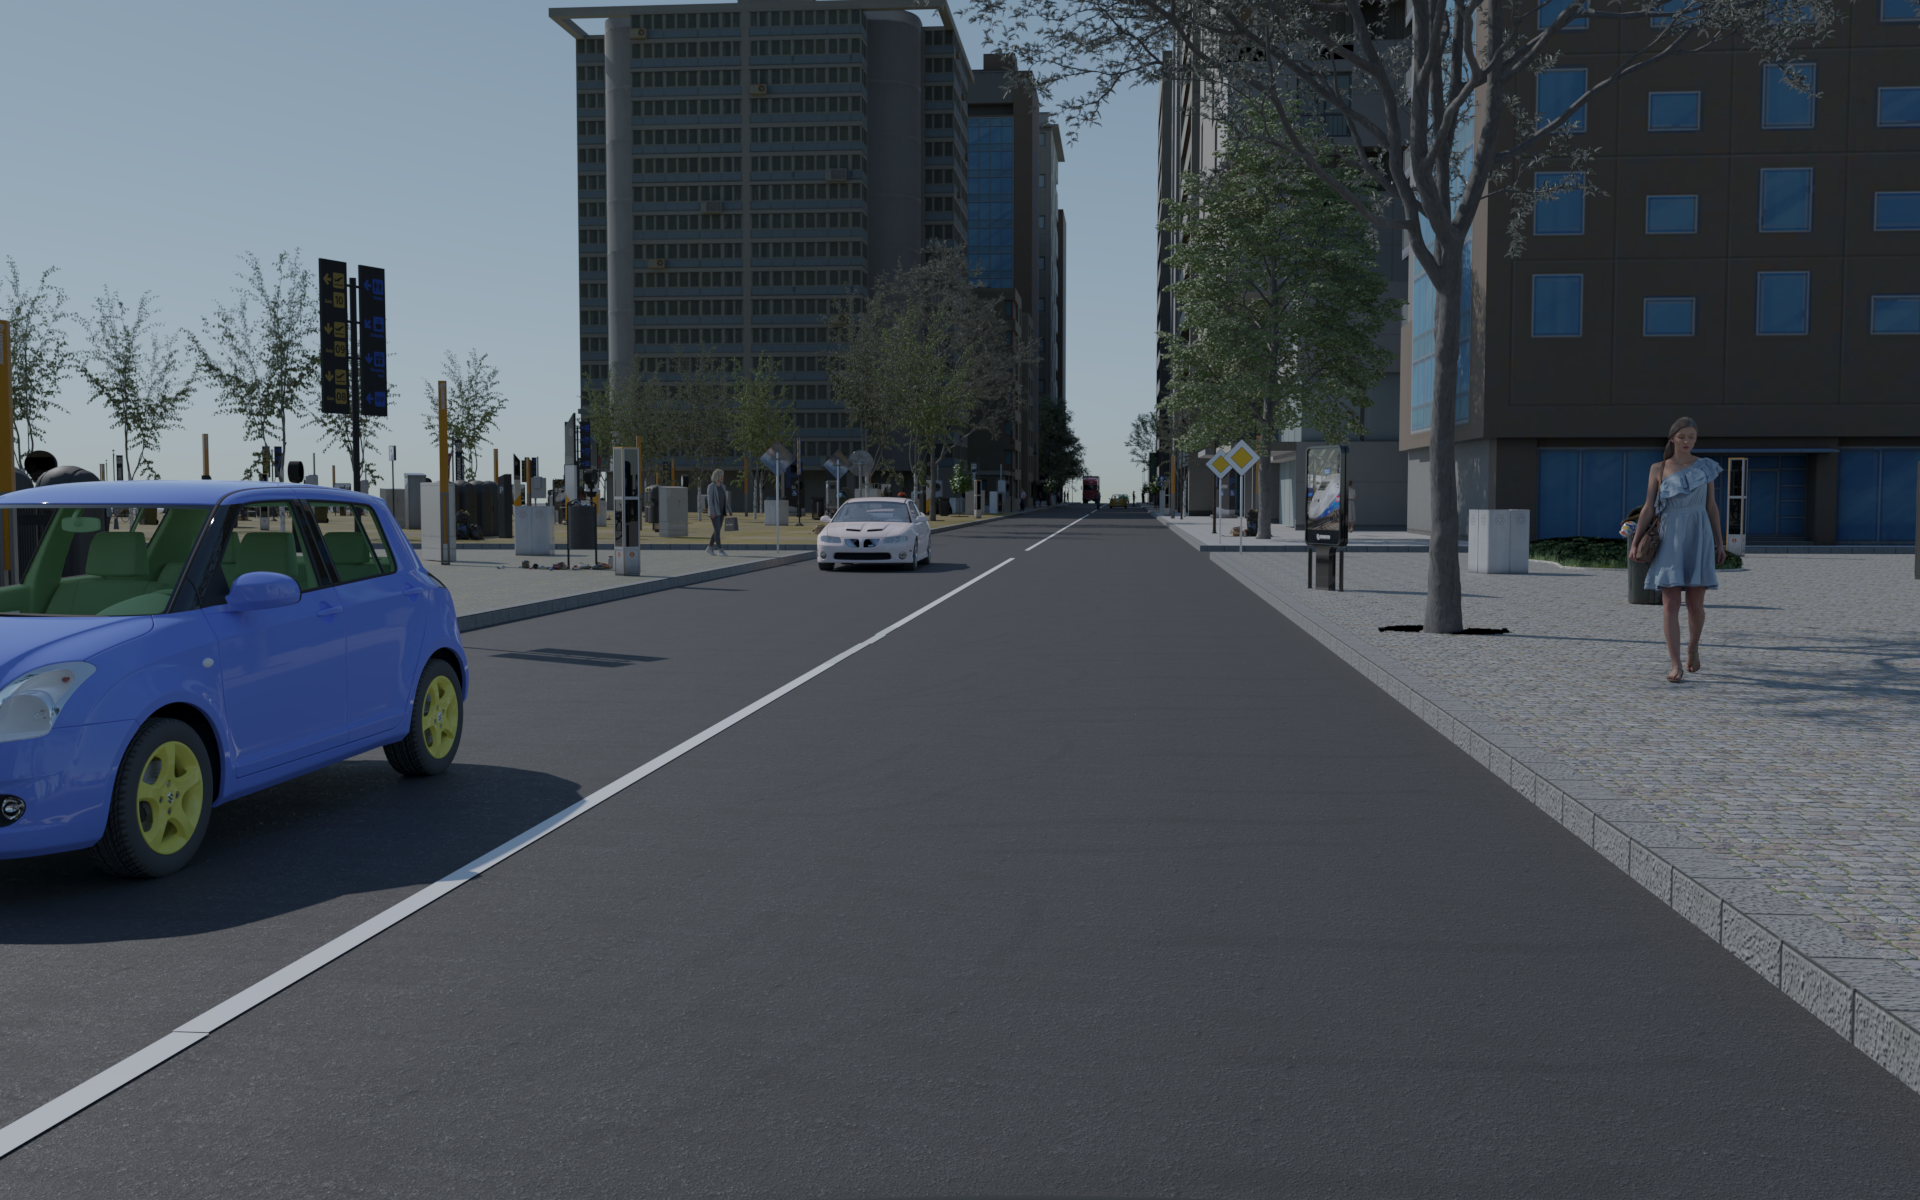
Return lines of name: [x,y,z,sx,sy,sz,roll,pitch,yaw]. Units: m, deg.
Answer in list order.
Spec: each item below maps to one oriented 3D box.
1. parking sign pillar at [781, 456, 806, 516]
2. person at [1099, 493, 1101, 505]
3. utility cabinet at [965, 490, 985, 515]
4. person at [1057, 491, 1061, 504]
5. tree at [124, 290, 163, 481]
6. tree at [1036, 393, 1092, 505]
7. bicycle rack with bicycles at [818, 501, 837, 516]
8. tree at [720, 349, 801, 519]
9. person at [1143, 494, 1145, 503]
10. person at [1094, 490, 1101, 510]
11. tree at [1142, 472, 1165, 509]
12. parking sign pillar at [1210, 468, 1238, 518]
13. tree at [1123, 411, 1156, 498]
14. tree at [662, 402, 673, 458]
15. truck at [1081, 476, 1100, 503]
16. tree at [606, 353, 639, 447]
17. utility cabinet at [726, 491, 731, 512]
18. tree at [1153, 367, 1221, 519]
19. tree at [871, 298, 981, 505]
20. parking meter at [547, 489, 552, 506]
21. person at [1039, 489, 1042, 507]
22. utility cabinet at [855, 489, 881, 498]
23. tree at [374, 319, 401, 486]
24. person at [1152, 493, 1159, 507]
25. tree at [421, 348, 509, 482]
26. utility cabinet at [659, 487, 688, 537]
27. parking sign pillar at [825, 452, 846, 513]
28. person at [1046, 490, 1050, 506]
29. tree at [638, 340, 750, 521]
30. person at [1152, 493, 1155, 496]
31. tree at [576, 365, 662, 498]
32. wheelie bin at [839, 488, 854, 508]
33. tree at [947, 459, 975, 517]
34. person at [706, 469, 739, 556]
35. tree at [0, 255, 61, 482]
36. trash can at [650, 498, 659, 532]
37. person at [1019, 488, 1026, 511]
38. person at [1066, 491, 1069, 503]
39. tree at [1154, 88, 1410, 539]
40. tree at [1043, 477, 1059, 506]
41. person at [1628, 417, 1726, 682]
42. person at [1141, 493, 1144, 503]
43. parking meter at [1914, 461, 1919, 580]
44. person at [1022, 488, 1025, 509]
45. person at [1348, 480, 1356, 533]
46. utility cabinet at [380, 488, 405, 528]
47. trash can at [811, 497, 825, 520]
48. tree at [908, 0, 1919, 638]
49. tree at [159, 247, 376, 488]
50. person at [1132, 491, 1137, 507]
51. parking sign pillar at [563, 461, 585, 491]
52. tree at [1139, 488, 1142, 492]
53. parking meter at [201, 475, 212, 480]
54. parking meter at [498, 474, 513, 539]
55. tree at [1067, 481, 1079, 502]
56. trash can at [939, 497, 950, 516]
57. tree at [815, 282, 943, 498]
parking sign pillar: [-9.609,-6.803,99.696,1.447,3.967,1.447,-2,4,-30]
person: [17.097,-12.364,212.128,0.415,1.643,0.593,1,4,16]
utility cabinet: [0.933,-5.964,106.196,1.173,1.500,0.318,0,4,5]
person: [12.733,-13.162,222.175,0.436,1.711,0.756,0,4,-7]
tree: [-29.311,-6.801,61.556,4.360,8.622,3.978,0,3,0]
tree: [10.211,-17.079,196.256,9.611,12.733,9.660,0,3,0]
bicycle rack with bicycles: [-5.528,-4.665,89.660,2.925,0.926,2.852,2,4,28]
tree: [-10.463,-8.482,89.050,4.737,8.622,4.395,0,3,0]
person: [27.335,-15.343,257.697,0.445,1.727,0.742,1,4,14]
person: [12.624,-9.184,158.747,0.705,1.814,1.350,-1,4,-20]
tree: [17.524,-9.777,154.459,1.663,3.219,1.824,0,3,0]
parking sign pillar: [13.989,-6.310,91.640,1.447,3.967,1.447,-2,4,-32]
tree: [23.142,-16.931,202.576,9.928,11.665,9.643,0,3,0]
tree: [-20.065,-9.648,108.107,4.737,8.622,4.395,0,3,0]
truck: [20.400,-17.175,269.730,2.839,4.237,11.283,0,4,6]
tree: [-16.157,-8.494,89.235,4.360,8.622,3.978,0,3,0]
utility cabinet: [-16.379,-6.804,119.923,1.173,1.500,0.318,2,4,35]
tree: [12.456,-8.895,95.803,4.360,8.622,3.978,0,3,0]
tree: [-1.468,-7.085,66.203,4.737,8.622,4.395,0,3,0]
parking meter: [-22.267,-5.253,94.291,0.372,1.533,0.369,0,3,0]
person: [7.985,-10.008,170.352,0.721,1.739,1.217,0,4,7]
utility cabinet: [-3.918,-3.988,73.887,1.173,1.500,0.318,2,4,32]
tree: [-23.855,-7.189,67.898,4.360,8.622,3.978,0,3,0]
person: [19.423,-10.008,170.394,1.217,1.743,0.721,2,4,34]
tree: [-24.591,-8.319,86.378,4.737,8.622,4.395,0,3,0]
utility cabinet: [-8.441,-2.595,51.113,0.318,1.500,1.173,1,4,21]
parking sign pillar: [-7.921,-7.486,110.865,1.447,3.967,1.447,1,4,18]
person: [9.254,-10.693,181.430,0.434,1.755,0.990,-1,4,-12]
tree: [-12.580,-8.049,81.961,4.360,8.622,3.978,0,3,0]
person: [23.359,-12.226,206.027,1.348,1.812,0.705,1,4,18]
tree: [-20.414,-9.133,99.681,4.737,8.622,4.395,0,3,0]
wheelie bin: [-5.561,-4.645,83.847,0.693,1.594,0.980,1,4,21]
tree: [-0.034,-6.247,96.737,1.663,3.219,1.824,0,3,0]
person: [-4.990,-1.819,35.970,0.728,1.800,0.709,3,4,38]
tree: [-28.764,-6.259,52.696,4.360,8.622,3.978,0,3,0]
trash can: [-10.032,-2.845,58.169,0.748,1.137,0.748,0,3,0]
person: [4.644,-7.484,129.338,0.436,1.711,0.756,-1,4,-17]
person: [14.984,-14.306,240.872,0.530,1.710,0.541,0,4,-2]
tree: [9.060,-8.015,49.171,7.486,12.596,7.792,0,3,0]
tree: [9.856,-11.948,189.944,1.663,3.219,1.824,0,3,0]
person: [4.994,-0.362,12.059,0.616,1.811,0.778,2,4,27]
person: [26.935,-15.202,255.520,0.541,1.710,0.530,-2,4,-27]
parking meter: [14.497,-1.233,25.865,0.255,1.863,0.399,0,4,-4]
person: [5.416,-8.661,147.670,0.705,1.821,1.348,0,4,-8]
person: [12.886,-3.112,57.501,0.480,1.755,0.524,-2,4,-27]
utility cabinet: [-21.110,-3.418,64.556,0.318,1.500,1.173,1,4,19]
trash can: [-7.004,-4.508,85.360,0.748,1.137,0.748,0,3,0]
tree: [4.463,-6.449,15.815,12.009,13.543,11.850,0,3,0]
tree: [-20.252,-6.150,50.917,4.360,8.622,3.978,0,3,0]
person: [19.714,-11.469,196.027,0.705,1.822,1.348,1,4,21]
parking sign pillar: [-25.108,-7.595,112.647,1.447,3.967,1.447,1,4,11]
tree: [25.474,-14.938,238.837,1.663,3.219,1.824,0,3,0]
parking meter: [-23.315,-2.932,53.647,0.255,1.863,0.399,-1,4,-16]
parking meter: [-13.168,-2.717,50.132,0.399,1.863,0.255,3,5,40]
tree: [17.282,-19.888,275.530,4.737,8.622,4.395,0,3,0]
trash can: [-0.915,-5.422,100.303,0.748,1.137,0.748,0,3,0]
tree: [-3.040,-6.735,60.479,4.360,8.622,3.978,0,3,0]
